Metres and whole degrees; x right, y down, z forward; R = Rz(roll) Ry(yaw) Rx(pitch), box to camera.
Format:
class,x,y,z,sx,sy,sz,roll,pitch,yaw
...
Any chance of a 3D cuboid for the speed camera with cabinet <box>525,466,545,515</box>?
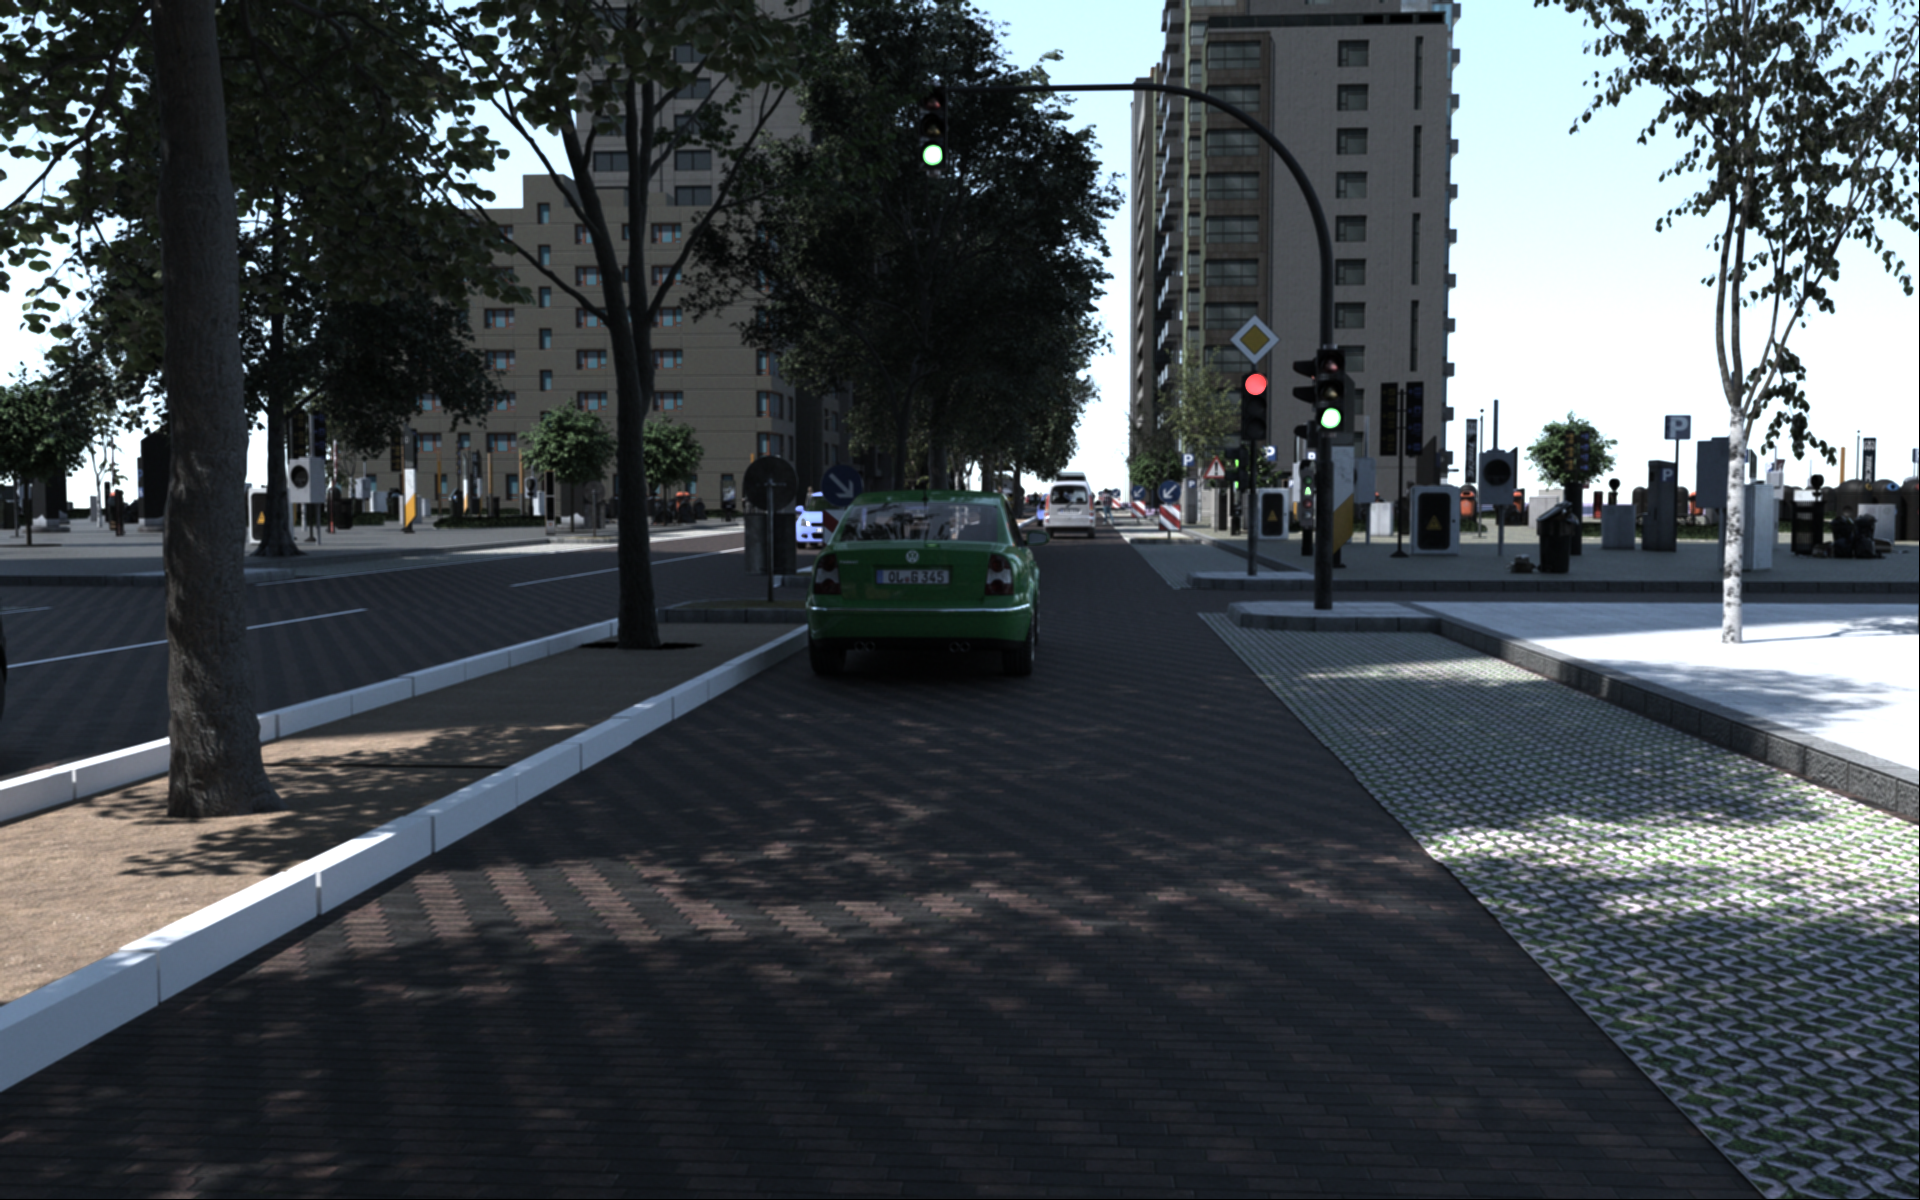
class,x,y,z,sx,sy,sz,roll,pitch,yaw
speed camera with cabinet,-23.976,-6.339,97.974,0.660,3.252,2.038,1,4,15

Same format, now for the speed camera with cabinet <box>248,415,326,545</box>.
class,x,y,z,sx,sy,sz,roll,pitch,yaw
speed camera with cabinet,-16.960,-3.013,43.593,2.038,3.252,0.660,1,4,23

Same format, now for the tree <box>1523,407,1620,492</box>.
class,x,y,z,sx,sy,sz,roll,pitch,yaw
tree,23.165,-5.026,65.893,4.285,4.588,4.351,0,3,0

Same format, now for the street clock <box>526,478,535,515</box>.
class,x,y,z,sx,sy,sz,roll,pitch,yaw
street clock,-19.929,-4.638,80.400,0.358,2.002,0.471,-3,5,-44

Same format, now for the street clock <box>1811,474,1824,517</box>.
class,x,y,z,sx,sy,sz,roll,pitch,yaw
street clock,31.343,-3.596,63.360,0.358,2.002,0.471,-1,4,-8

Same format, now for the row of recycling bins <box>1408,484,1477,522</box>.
class,x,y,z,sx,sy,sz,roll,pitch,yaw
row of recycling bins,20.192,-4.005,72.601,1.069,1.692,3.534,-2,4,-32

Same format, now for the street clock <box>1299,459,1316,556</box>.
class,x,y,z,sx,sy,sz,roll,pitch,yaw
street clock,7.254,-1.929,36.107,0.358,2.002,0.471,2,4,33

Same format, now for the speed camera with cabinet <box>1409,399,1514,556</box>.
class,x,y,z,sx,sy,sz,roll,pitch,yaw
speed camera with cabinet,10.480,-2.560,36.185,2.038,3.252,0.660,1,4,11

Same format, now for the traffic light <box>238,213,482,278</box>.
class,x,y,z,sx,sy,sz,roll,pitch,yaw
traffic light,-10.189,-3.277,28.254,4.771,5.953,1.251,0,4,4

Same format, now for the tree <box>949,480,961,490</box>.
class,x,y,z,sx,sy,sz,roll,pitch,yaw
tree,-1.316,-13.899,221.851,1.663,3.219,1.824,0,3,0

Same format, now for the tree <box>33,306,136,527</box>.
class,x,y,z,sx,sy,sz,roll,pitch,yaw
tree,-33.607,-7.140,67.105,4.737,8.622,4.395,0,3,0

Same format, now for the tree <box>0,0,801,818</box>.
class,x,y,z,sx,sy,sz,roll,pitch,yaw
tree,-3.270,-5.286,7.004,7.486,12.596,7.792,0,3,0

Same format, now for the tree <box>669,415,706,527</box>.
class,x,y,z,sx,sy,sz,roll,pitch,yaw
tree,-11.695,-5.185,68.482,4.285,4.588,4.351,0,3,0

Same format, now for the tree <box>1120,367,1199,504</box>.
class,x,y,z,sx,sy,sz,roll,pitch,yaw
tree,11.398,-8.992,97.376,4.360,8.622,3.978,0,3,0

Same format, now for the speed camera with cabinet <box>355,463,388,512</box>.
class,x,y,z,sx,sy,sz,roll,pitch,yaw
speed camera with cabinet,-33.536,-6.389,98.792,0.660,3.252,2.038,2,4,27

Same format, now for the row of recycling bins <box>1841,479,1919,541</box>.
class,x,y,z,sx,sy,sz,roll,pitch,yaw
row of recycling bins,25.770,-2.472,47.525,3.534,1.692,1.069,0,4,-6

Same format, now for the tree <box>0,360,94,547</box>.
class,x,y,z,sx,sy,sz,roll,pitch,yaw
tree,-22.979,-3.604,42.638,4.285,4.588,4.351,0,3,0

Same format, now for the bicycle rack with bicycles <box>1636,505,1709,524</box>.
class,x,y,z,sx,sy,sz,roll,pitch,yaw
bicycle rack with bicycles,23.418,-2.722,57.880,2.925,0.926,2.852,2,4,25

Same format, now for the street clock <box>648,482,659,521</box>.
class,x,y,z,sx,sy,sz,roll,pitch,yaw
street clock,-14.718,-4.813,83.270,0.471,2.002,0.358,1,4,11

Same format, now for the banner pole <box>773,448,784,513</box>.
class,x,y,z,sx,sy,sz,roll,pitch,yaw
banner pole,-9.772,-6.352,93.874,0.863,3.779,0.401,2,4,26

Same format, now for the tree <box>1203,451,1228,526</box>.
class,x,y,z,sx,sy,sz,roll,pitch,yaw
tree,10.574,-4.650,70.626,1.663,3.219,1.824,0,3,0

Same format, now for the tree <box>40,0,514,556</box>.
class,x,y,z,sx,sy,sz,roll,pitch,yaw
tree,-14.158,-7.270,35.872,9.611,12.733,9.660,0,3,0

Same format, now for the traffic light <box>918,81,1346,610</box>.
class,x,y,z,sx,sy,sz,roll,pitch,yaw
traffic light,1.935,-2.726,19.238,4.771,5.953,1.251,0,4,4

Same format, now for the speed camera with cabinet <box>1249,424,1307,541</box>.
class,x,y,z,sx,sy,sz,roll,pitch,yaw
speed camera with cabinet,9.089,-3.298,48.260,2.038,3.252,0.660,-1,4,-18

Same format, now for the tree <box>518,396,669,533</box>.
class,x,y,z,sx,sy,sz,roll,pitch,yaw
tree,-12.873,-4.522,57.656,4.285,4.588,4.351,0,3,0

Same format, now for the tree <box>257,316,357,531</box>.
class,x,y,z,sx,sy,sz,roll,pitch,yaw
tree,-22.558,-6.695,59.829,4.737,8.622,4.395,0,3,0

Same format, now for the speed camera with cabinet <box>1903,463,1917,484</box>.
class,x,y,z,sx,sy,sz,roll,pitch,yaw
speed camera with cabinet,49.831,-5.918,91.101,0.660,3.252,2.038,1,4,19

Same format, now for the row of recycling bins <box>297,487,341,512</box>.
class,x,y,z,sx,sy,sz,roll,pitch,yaw
row of recycling bins,-36.689,-5.591,98.522,3.534,1.692,1.069,2,4,24

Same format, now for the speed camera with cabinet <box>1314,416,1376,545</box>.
class,x,y,z,sx,sy,sz,roll,pitch,yaw
speed camera with cabinet,9.875,-3.066,44.467,0.660,3.252,2.038,-1,4,-19

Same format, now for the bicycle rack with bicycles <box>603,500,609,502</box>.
class,x,y,z,sx,sy,sz,roll,pitch,yaw
bicycle rack with bicycles,-21.327,-5.250,99.211,2.852,0.926,2.925,-3,5,-40

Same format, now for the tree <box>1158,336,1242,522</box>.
class,x,y,z,sx,sy,sz,roll,pitch,yaw
tree,11.167,-7.948,80.318,4.737,8.622,4.395,0,3,0

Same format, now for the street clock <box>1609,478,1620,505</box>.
class,x,y,z,sx,sy,sz,roll,pitch,yaw
street clock,30.133,-4.600,79.782,0.358,2.002,0.471,-2,4,-30

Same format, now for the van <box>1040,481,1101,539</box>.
class,x,y,z,sx,sy,sz,roll,pitch,yaw
van,3.602,-3.031,56.569,2.013,2.044,4.112,0,4,5

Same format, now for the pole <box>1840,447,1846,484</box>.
class,x,y,z,sx,sy,sz,roll,pitch,yaw
pole,37.993,-4.940,74.609,0.158,3.312,0.155,0,3,0

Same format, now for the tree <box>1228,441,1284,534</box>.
class,x,y,z,sx,sy,sz,roll,pitch,yaw
tree,9.734,-3.788,56.531,1.663,3.219,1.824,0,3,0

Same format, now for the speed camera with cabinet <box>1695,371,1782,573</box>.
class,x,y,z,sx,sy,sz,roll,pitch,yaw
speed camera with cabinet,12.822,-2.098,28.633,0.660,3.252,2.038,3,5,44

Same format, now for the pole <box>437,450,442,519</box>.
class,x,y,z,sx,sy,sz,roll,pitch,yaw
pole,-24.090,-5.280,80.164,0.158,3.312,0.155,0,3,0

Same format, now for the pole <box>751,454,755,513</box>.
class,x,y,z,sx,sy,sz,roll,pitch,yaw
pole,-10.470,-5.736,87.621,0.158,3.312,0.155,0,3,0

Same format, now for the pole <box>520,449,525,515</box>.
class,x,y,z,sx,sy,sz,roll,pitch,yaw
pole,-19.871,-5.186,78.633,0.158,3.312,0.155,0,3,0

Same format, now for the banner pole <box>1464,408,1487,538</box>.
class,x,y,z,sx,sy,sz,roll,pitch,yaw
banner pole,15.036,-3.703,50.564,0.863,3.779,0.401,-2,4,-28

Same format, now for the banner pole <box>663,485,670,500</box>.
class,x,y,z,sx,sy,sz,roll,pitch,yaw
banner pole,-15.072,-6.060,89.100,0.401,3.779,0.863,1,4,20

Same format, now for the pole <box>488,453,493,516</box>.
class,x,y,z,sx,sy,sz,roll,pitch,yaw
pole,-23.433,-5.667,86.506,0.158,3.312,0.155,0,3,0

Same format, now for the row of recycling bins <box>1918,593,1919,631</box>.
class,x,y,z,sx,sy,sz,roll,pitch,yaw
row of recycling bins,10.080,-0.586,16.696,1.069,1.692,3.534,3,5,43

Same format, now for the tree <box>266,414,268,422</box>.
class,x,y,z,sx,sy,sz,roll,pitch,yaw
tree,-36.102,-8.811,94.415,4.360,8.622,3.978,0,3,0

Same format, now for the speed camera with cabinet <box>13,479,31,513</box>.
class,x,y,z,sx,sy,sz,roll,pitch,yaw
speed camera with cabinet,-44.846,-5.378,82.271,2.038,3.252,0.660,3,5,41

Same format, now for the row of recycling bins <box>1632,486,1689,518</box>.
class,x,y,z,sx,sy,sz,roll,pitch,yaw
row of recycling bins,37.806,-5.289,93.595,1.069,1.692,3.534,-2,4,-27

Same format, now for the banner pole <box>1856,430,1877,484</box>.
class,x,y,z,sx,sy,sz,roll,pitch,yaw
banner pole,35.220,-4.738,67.491,0.863,3.779,0.401,1,4,21

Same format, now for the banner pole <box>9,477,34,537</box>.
class,x,y,z,sx,sy,sz,roll,pitch,yaw
banner pole,-27.914,-3.762,51.534,0.401,3.779,0.863,2,4,24

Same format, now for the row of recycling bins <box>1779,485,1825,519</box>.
class,x,y,z,sx,sy,sz,roll,pitch,yaw
row of recycling bins,45.390,-5.166,91.573,3.534,1.692,1.069,-1,4,-11

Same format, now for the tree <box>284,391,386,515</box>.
class,x,y,z,sx,sy,sz,roll,pitch,yaw
tree,-26.239,-7.594,74.532,4.360,8.622,3.978,0,3,0

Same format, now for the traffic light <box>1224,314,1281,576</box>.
class,x,y,z,sx,sy,sz,roll,pitch,yaw
traffic light,4.588,-2.341,27.199,0.839,4.253,0.868,0,4,4

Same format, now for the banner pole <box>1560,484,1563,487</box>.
class,x,y,z,sx,sy,sz,roll,pitch,yaw
banner pole,25.097,-4.981,71.454,0.401,3.779,0.863,-2,4,-32

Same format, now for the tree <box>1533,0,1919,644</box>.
class,x,y,z,sx,sy,sz,roll,pitch,yaw
tree,6.871,-3.927,14.569,4.360,8.622,3.978,0,3,0

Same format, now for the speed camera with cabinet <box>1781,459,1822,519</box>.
class,x,y,z,sx,sy,sz,roll,pitch,yaw
speed camera with cabinet,33.716,-4.632,70.072,2.038,3.252,0.660,1,4,23

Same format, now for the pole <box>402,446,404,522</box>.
class,x,y,z,sx,sy,sz,roll,pitch,yaw
pole,-23.116,-4.793,72.204,0.158,3.312,0.155,0,3,0

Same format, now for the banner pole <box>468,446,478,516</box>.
class,x,y,z,sx,sy,sz,roll,pitch,yaw
banner pole,-25.578,-6.175,90.985,0.401,3.779,0.863,2,4,35

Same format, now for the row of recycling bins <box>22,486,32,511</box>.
class,x,y,z,sx,sy,sz,roll,pitch,yaw
row of recycling bins,-48.774,-5.089,90.310,1.069,1.692,3.534,0,4,-1

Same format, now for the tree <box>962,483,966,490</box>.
class,x,y,z,sx,sy,sz,roll,pitch,yaw
tree,0.442,-15.330,245.239,1.663,3.219,1.824,0,3,0

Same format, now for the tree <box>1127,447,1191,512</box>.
class,x,y,z,sx,sy,sz,roll,pitch,yaw
tree,13.474,-8.486,122.467,4.285,4.588,4.351,0,3,0
